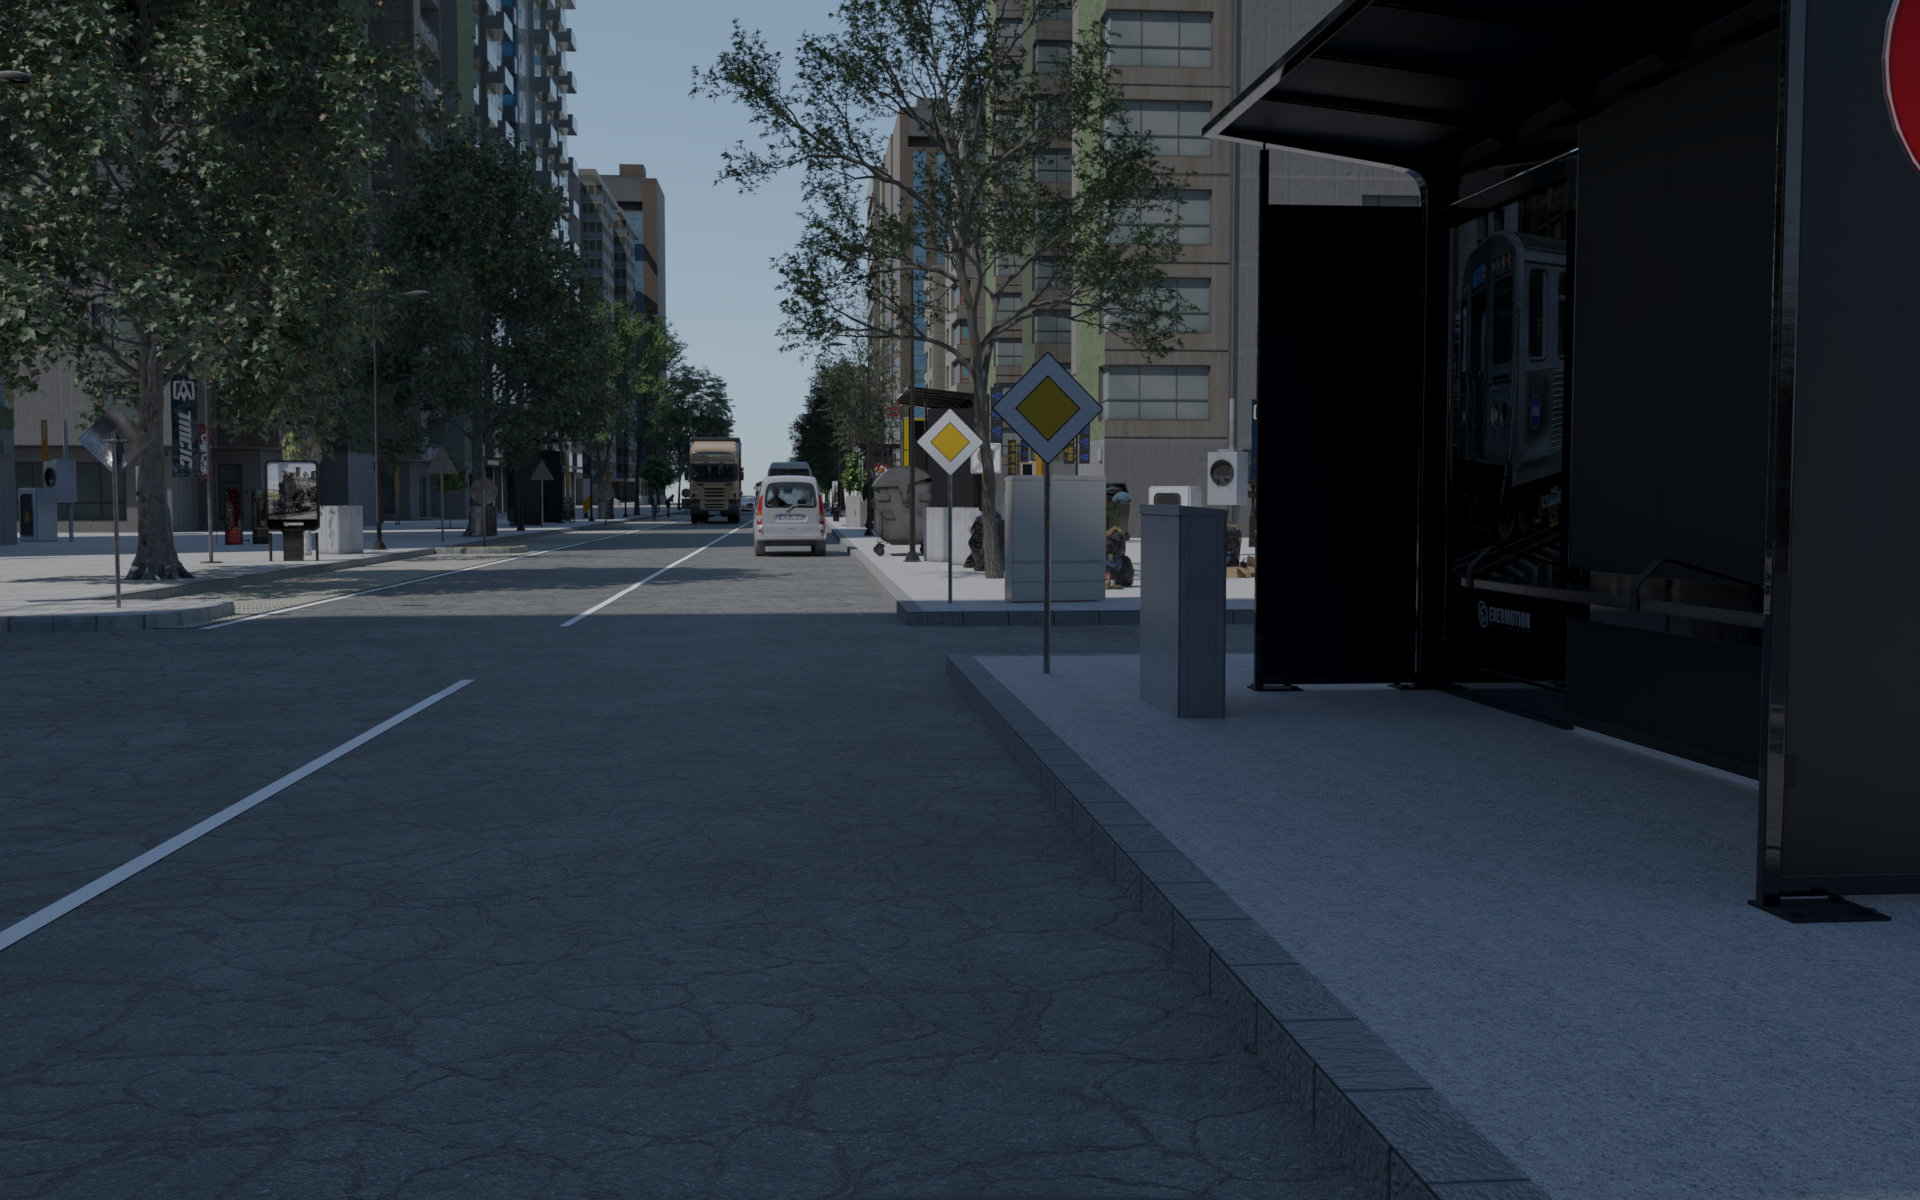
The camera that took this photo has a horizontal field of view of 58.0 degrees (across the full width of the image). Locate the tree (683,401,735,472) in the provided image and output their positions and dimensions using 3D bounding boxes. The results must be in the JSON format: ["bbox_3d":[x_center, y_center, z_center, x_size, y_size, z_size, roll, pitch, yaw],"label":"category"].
[{"bbox_3d":[-30.201,-17.746,208.273,7.486,12.596,7.792,0,3,0],"label":"tree"}]

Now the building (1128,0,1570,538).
[{"bbox_3d":[10.536,-22.808,56.501,14.154,41.232,14.086,0,4,-5],"label":"building"}]

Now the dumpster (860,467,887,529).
[{"bbox_3d":[-2.890,-3.750,63.813,1.502,2.255,1.985,0,4,-5],"label":"dumpster"}]

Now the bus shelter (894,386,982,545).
[{"bbox_3d":[-0.538,-3.030,40.820,1.731,3.624,6.357,0,4,-5],"label":"bus shelter"}]

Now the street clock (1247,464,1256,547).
[{"bbox_3d":[7.073,-2.277,41.797,0.358,2.002,0.471,0,4,5],"label":"street clock"}]

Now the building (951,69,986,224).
[{"bbox_3d":[11.984,-28.195,152.873,32.217,40.220,23.993,0,4,-5],"label":"building"}]

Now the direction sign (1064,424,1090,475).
[{"bbox_3d":[3.022,-3.234,44.872,0.379,3.537,0.876,-3,5,-45],"label":"direction sign"}]

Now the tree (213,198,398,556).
[{"bbox_3d":[-13.829,-5.225,35.797,4.737,8.622,4.395,0,3,0],"label":"tree"}]

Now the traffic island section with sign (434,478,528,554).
[{"bbox_3d":[-11.597,-2.048,42.109,1.989,1.847,2.006,0,4,-5],"label":"traffic island section with sign"}]

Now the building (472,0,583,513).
[{"bbox_3d":[-42.495,-31.656,137.179,23.786,49.044,30.456,0,4,-5],"label":"building"}]

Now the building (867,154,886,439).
[{"bbox_3d":[-1.960,-37.922,243.721,21.300,48.544,21.600,0,4,-5],"label":"building"}]

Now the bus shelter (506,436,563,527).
[{"bbox_3d":[-17.355,-4.910,71.567,1.731,3.624,6.357,0,4,-5],"label":"bus shelter"}]

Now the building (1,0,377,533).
[{"bbox_3d":[-30.092,-17.781,62.413,14.160,30.474,14.107,0,4,-5],"label":"building"}]

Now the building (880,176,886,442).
[{"bbox_3d":[-3.445,-33.159,225.748,14.154,41.232,14.086,0,4,-5],"label":"building"}]

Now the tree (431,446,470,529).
[{"bbox_3d":[-18.772,-4.208,63.397,1.663,3.219,1.824,0,3,0],"label":"tree"}]

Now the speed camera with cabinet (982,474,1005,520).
[{"bbox_3d":[1.248,-3.369,49.426,2.038,3.252,0.660,-1,4,-22],"label":"speed camera with cabinet"}]

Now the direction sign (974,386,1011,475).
[{"bbox_3d":[0.595,-2.742,36.826,0.379,3.537,0.876,-3,5,-42],"label":"direction sign"}]

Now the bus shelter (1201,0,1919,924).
[{"bbox_3d":[2.693,-1.039,8.264,1.731,3.624,6.357,0,4,-5],"label":"bus shelter"}]

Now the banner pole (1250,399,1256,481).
[{"bbox_3d":[7.133,-3.064,40.118,0.863,3.779,0.401,1,4,22],"label":"banner pole"}]

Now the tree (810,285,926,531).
[{"bbox_3d":[-2.978,-6.671,59.430,4.360,8.622,3.978,0,3,0],"label":"tree"}]

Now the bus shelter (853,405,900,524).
[{"bbox_3d":[-3.545,-6.025,76.145,2.179,5.291,8.768,0,4,-5],"label":"bus shelter"}]

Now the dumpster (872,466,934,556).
[{"bbox_3d":[-1.194,-1.871,36.349,1.264,1.857,1.865,0,4,-5],"label":"dumpster"}]

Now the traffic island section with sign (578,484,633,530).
[{"bbox_3d":[-14.081,-3.689,68.950,1.989,1.847,2.006,0,4,-5],"label":"traffic island section with sign"}]

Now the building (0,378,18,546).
[{"bbox_3d":[-30.274,-21.508,35.245,14.154,41.232,14.086,0,4,-5],"label":"building"}]

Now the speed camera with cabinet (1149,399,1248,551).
[{"bbox_3d":[4.987,-2.570,36.351,2.038,3.252,0.660,2,4,34],"label":"speed camera with cabinet"}]

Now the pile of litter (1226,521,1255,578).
[{"bbox_3d":[4.299,-0.790,26.890,1.719,0.858,1.176,0,4,1],"label":"pile of litter"}]

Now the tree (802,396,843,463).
[{"bbox_3d":[-12.136,-15.141,165.682,7.486,12.596,7.792,0,3,0],"label":"tree"}]

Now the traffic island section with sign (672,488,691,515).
[{"bbox_3d":[-18.650,-6.707,118.288,1.989,1.847,2.006,0,4,-5],"label":"traffic island section with sign"}]

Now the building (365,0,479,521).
[{"bbox_3d":[-31.852,-24.494,84.072,14.154,41.232,14.086,0,4,-5],"label":"building"}]

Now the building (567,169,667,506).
[{"bbox_3d":[-53.975,-32.233,218.885,32.217,40.220,23.993,0,4,-5],"label":"building"}]

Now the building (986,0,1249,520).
[{"bbox_3d":[8.362,-25.715,104.038,14.154,41.232,14.086,0,4,-5],"label":"building"}]

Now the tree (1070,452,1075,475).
[{"bbox_3d":[6.748,-5.856,79.455,4.285,4.588,4.351,0,3,0],"label":"tree"}]

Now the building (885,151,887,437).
[{"bbox_3d":[-1.849,-34.315,211.154,14.600,45.320,14.200,0,4,-5],"label":"building"}]

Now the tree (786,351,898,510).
[{"bbox_3d":[-9.610,-13.585,139.130,9.611,12.733,9.660,0,3,0],"label":"tree"}]

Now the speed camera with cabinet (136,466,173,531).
[{"bbox_3d":[-25.665,-3.718,55.127,0.660,3.252,2.038,-1,4,-11],"label":"speed camera with cabinet"}]

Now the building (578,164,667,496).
[{"bbox_3d":[-47.951,-35.983,238.427,14.600,45.320,14.200,0,4,-5],"label":"building"}]

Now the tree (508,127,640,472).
[{"bbox_3d":[-14.515,-8.270,52.223,9.611,12.733,9.660,0,3,0],"label":"tree"}]

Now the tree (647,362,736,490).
[{"bbox_3d":[-26.090,-16.016,168.513,9.857,13.997,8.962,0,3,0],"label":"tree"}]

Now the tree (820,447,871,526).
[{"bbox_3d":[-4.326,-4.595,69.723,1.663,3.219,1.824,0,3,0],"label":"tree"}]

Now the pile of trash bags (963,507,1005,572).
[{"bbox_3d":[1.106,-1.176,28.978,1.912,1.369,3.447,0,4,-5],"label":"pile of trash bags"}]

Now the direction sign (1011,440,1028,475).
[{"bbox_3d":[2.422,-4.906,72.202,0.876,3.537,0.379,-1,4,-11],"label":"direction sign"}]

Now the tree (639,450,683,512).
[{"bbox_3d":[-22.182,-8.773,127.160,4.285,4.588,4.351,0,3,0],"label":"tree"}]

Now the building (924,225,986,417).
[{"bbox_3d":[12.214,-17.232,126.780,27.650,21.520,28.899,0,4,-5],"label":"building"}]

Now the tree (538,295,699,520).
[{"bbox_3d":[-18.034,-9.891,87.478,9.928,11.665,9.643,0,3,0],"label":"tree"}]

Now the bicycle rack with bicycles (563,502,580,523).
[{"bbox_3d":[-18.152,-3.913,77.361,2.852,0.926,2.925,0,4,3],"label":"bicycle rack with bicycles"}]

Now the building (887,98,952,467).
[{"bbox_3d":[-0.342,-33.453,197.059,14.600,45.320,14.200,0,4,-5],"label":"building"}]

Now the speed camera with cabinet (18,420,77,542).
[{"bbox_3d":[-24.483,-3.186,46.432,2.038,3.252,0.660,2,4,35],"label":"speed camera with cabinet"}]

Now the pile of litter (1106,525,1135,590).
[{"bbox_3d":[1.809,-0.595,23.690,1.176,0.858,1.719,2,4,33],"label":"pile of litter"}]

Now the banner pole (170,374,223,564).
[{"bbox_3d":[-14.095,-2.563,31.922,0.863,3.779,0.401,-2,4,-35],"label":"banner pole"}]

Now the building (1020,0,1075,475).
[{"bbox_3d":[9.921,-19.435,89.471,14.160,30.474,14.107,0,4,-5],"label":"building"}]

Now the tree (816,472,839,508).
[{"bbox_3d":[-11.755,-10.584,156.766,4.285,4.588,4.351,0,3,0],"label":"tree"}]

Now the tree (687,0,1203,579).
[{"bbox_3d":[0.220,-5.614,26.197,7.601,10.594,8.767,2,4,23],"label":"tree"}]

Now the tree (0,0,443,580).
[{"bbox_3d":[-12.172,-6.652,25.771,9.611,12.733,9.660,0,3,0],"label":"tree"}]

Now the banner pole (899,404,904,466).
[{"bbox_3d":[-1.614,-3.557,48.166,0.401,3.779,0.863,0,4,-6],"label":"banner pole"}]
